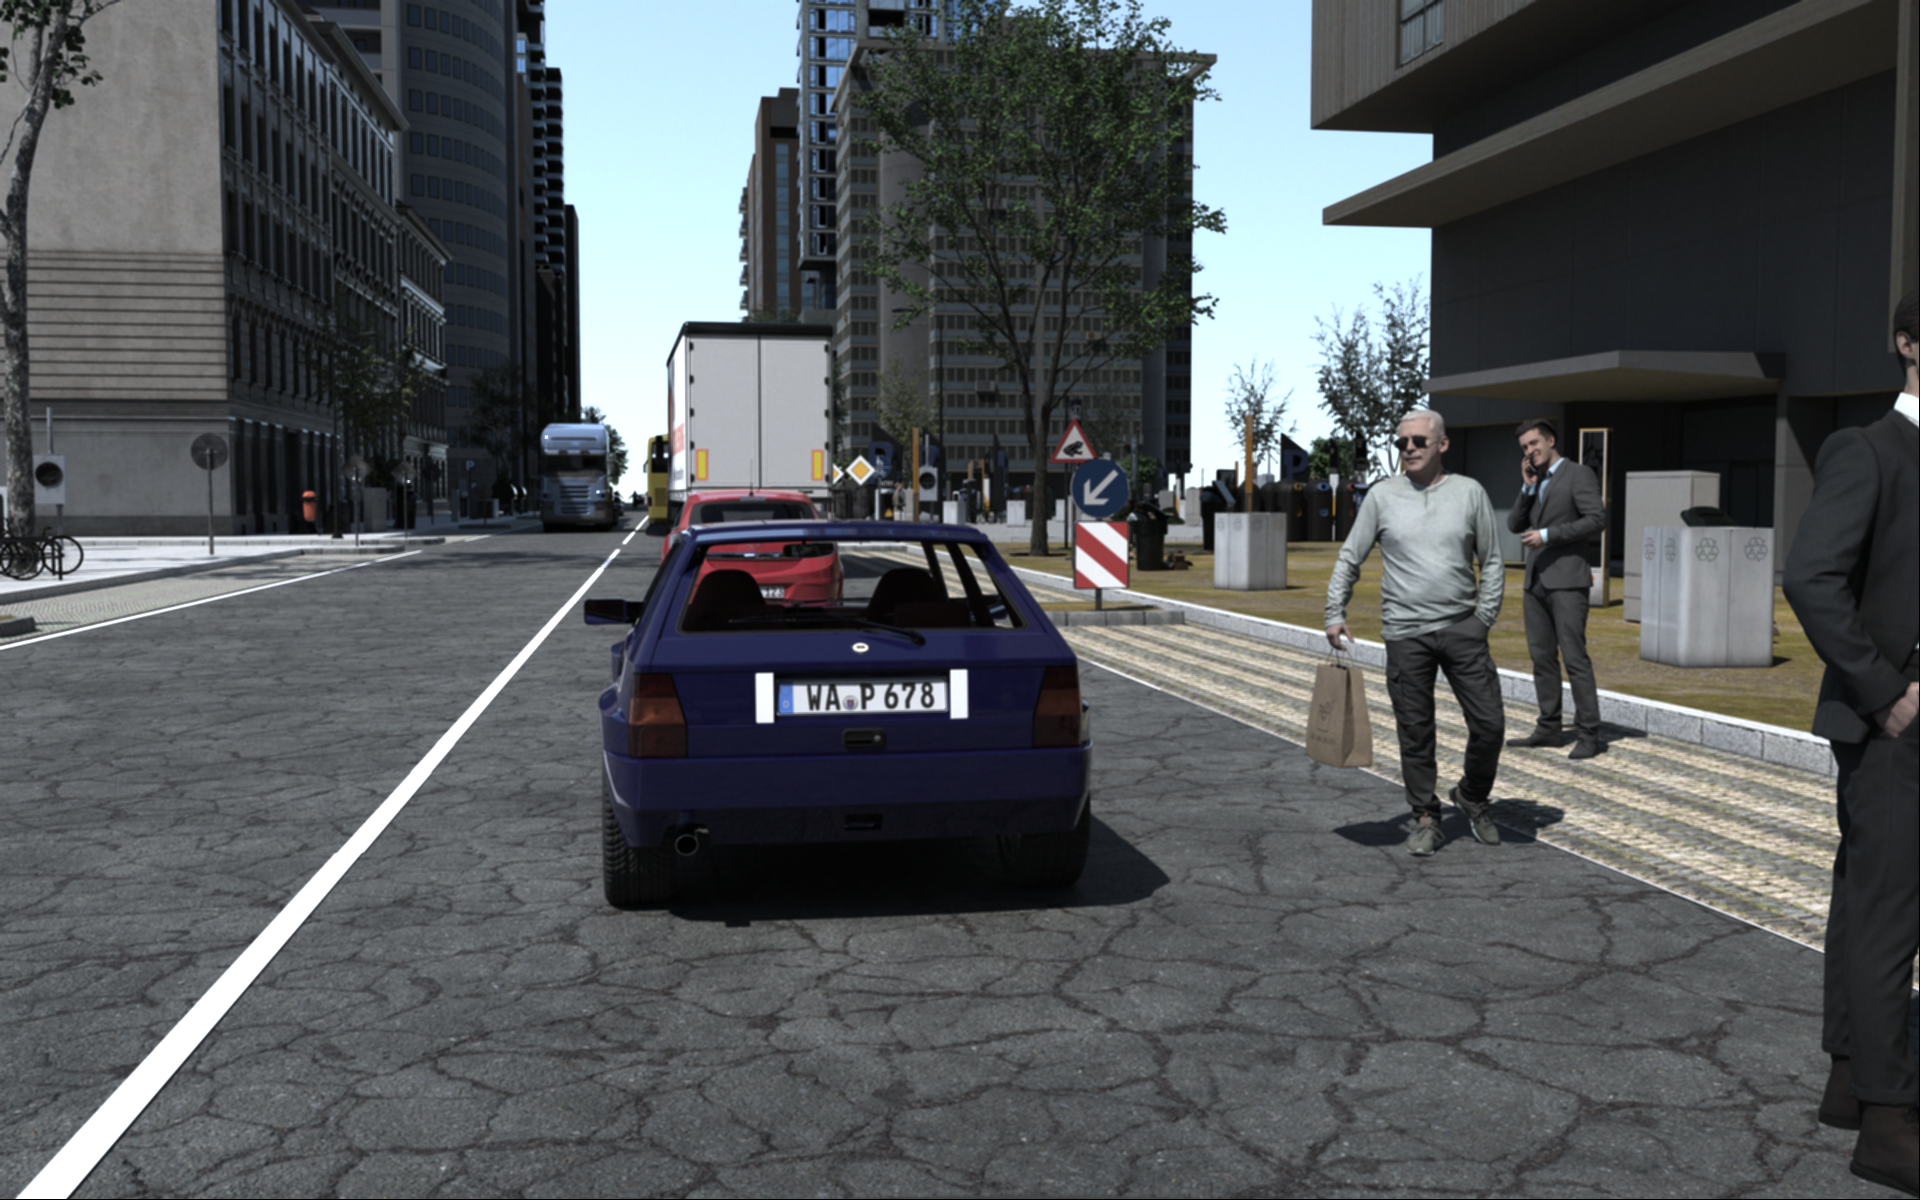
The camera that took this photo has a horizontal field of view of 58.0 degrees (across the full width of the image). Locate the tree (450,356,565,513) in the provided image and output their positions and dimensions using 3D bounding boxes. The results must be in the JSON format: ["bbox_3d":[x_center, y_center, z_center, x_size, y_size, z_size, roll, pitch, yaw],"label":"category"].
[{"bbox_3d":[-30.210,-11.111,116.085,8.767,10.594,7.601,1,4,14],"label":"tree"}]

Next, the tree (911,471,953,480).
[{"bbox_3d":[-1.431,-5.043,77.053,1.663,3.219,1.824,0,3,0],"label":"tree"}]

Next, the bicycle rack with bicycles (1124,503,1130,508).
[{"bbox_3d":[10.269,-6.514,119.888,2.852,0.926,2.925,-1,4,-23],"label":"bicycle rack with bicycles"}]

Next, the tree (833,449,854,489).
[{"bbox_3d":[-4.840,-4.652,70.668,1.663,3.219,1.824,0,3,0],"label":"tree"}]

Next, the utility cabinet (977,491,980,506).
[{"bbox_3d":[1.055,-7.351,128.866,0.318,1.500,1.173,-2,4,-34],"label":"utility cabinet"}]

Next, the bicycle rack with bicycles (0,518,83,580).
[{"bbox_3d":[-14.780,-0.776,26.071,2.925,0.926,2.852,-2,4,-29],"label":"bicycle rack with bicycles"}]

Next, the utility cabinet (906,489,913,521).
[{"bbox_3d":[-2.170,-4.458,81.560,0.318,1.500,1.173,-3,5,-42],"label":"utility cabinet"}]

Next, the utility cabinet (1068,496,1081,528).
[{"bbox_3d":[4.258,-3.286,64.892,0.306,1.237,1.020,-1,4,-15],"label":"utility cabinet"}]

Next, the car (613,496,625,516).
[{"bbox_3d":[-22.700,-6.092,112.184,1.945,1.354,3.894,-1,4,-9],"label":"car"}]

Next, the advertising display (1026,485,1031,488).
[{"bbox_3d":[4.865,-7.182,122.635,0.123,1.923,0.974,-1,4,-11],"label":"advertising display"}]

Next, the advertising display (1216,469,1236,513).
[{"bbox_3d":[6.924,-2.438,45.082,0.123,1.923,0.974,2,4,33],"label":"advertising display"}]

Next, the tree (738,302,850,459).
[{"bbox_3d":[-11.455,-12.710,114.463,9.857,13.997,8.962,0,3,0],"label":"tree"}]

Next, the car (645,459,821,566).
[{"bbox_3d":[-2.279,-0.580,18.521,2.155,1.783,4.494,-1,4,-9],"label":"car"}]

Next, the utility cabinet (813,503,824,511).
[{"bbox_3d":[-6.888,-4.317,81.744,1.020,1.237,0.306,2,4,29],"label":"utility cabinet"}]

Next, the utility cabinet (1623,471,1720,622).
[{"bbox_3d":[6.922,-0.501,16.865,0.318,1.500,1.173,-1,4,-8],"label":"utility cabinet"}]

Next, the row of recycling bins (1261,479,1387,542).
[{"bbox_3d":[10.056,-2.418,46.648,3.534,1.692,1.069,-1,4,-10],"label":"row of recycling bins"}]

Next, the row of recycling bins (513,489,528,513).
[{"bbox_3d":[-30.552,-6.923,120.306,1.069,1.692,3.534,-1,4,-20],"label":"row of recycling bins"}]

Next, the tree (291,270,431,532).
[{"bbox_3d":[-19.960,-6.579,57.927,4.737,8.622,4.395,0,3,0],"label":"tree"}]

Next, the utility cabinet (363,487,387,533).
[{"bbox_3d":[-19.339,-2.976,57.333,0.318,1.500,1.173,0,4,4],"label":"utility cabinet"}]

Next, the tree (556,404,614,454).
[{"bbox_3d":[-43.337,-16.677,198.424,9.928,11.665,9.643,0,3,0],"label":"tree"}]

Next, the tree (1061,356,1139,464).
[{"bbox_3d":[7.649,-8.639,91.613,4.360,8.622,3.978,0,3,0],"label":"tree"}]

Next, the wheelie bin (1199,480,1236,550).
[{"bbox_3d":[5.890,-1.948,39.760,0.693,1.594,0.980,2,4,27],"label":"wheelie bin"}]

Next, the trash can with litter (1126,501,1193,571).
[{"bbox_3d":[3.369,-1.088,29.181,1.055,1.170,0.624,-2,4,-29],"label":"trash can with litter"}]

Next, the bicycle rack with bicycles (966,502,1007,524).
[{"bbox_3d":[1.048,-3.749,74.682,2.852,0.926,2.925,-1,4,-21],"label":"bicycle rack with bicycles"}]

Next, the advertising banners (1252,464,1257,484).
[{"bbox_3d":[17.214,-6.225,97.961,0.090,3.025,2.074,-3,5,-41],"label":"advertising banners"}]

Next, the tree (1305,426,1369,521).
[{"bbox_3d":[18.140,-6.139,84.094,4.285,4.588,4.351,0,3,0],"label":"tree"}]

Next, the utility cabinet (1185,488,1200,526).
[{"bbox_3d":[9.301,-3.697,69.121,0.318,1.500,1.173,0,4,-7],"label":"utility cabinet"}]

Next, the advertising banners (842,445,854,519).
[{"bbox_3d":[-4.118,-4.109,63.377,0.090,3.025,2.074,0,4,7],"label":"advertising banners"}]

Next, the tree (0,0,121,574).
[{"bbox_3d":[-16.542,-10.527,28.007,12.611,20.169,13.585,0,3,0],"label":"tree"}]

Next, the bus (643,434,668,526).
[{"bbox_3d":[-11.209,-4.753,69.252,2.896,3.916,12.252,-1,4,-10],"label":"bus"}]

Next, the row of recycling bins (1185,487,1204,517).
[{"bbox_3d":[14.019,-5.637,99.278,1.069,1.692,3.534,-1,4,-21],"label":"row of recycling bins"}]

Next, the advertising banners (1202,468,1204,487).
[{"bbox_3d":[15.999,-7.293,115.432,0.090,3.025,2.074,1,4,22],"label":"advertising banners"}]

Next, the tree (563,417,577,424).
[{"bbox_3d":[-37.815,-13.271,167.335,4.360,8.622,3.978,0,3,0],"label":"tree"}]

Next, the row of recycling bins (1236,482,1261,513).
[{"bbox_3d":[10.063,-3.117,58.078,3.534,1.692,1.069,-2,4,-23],"label":"row of recycling bins"}]

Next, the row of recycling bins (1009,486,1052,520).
[{"bbox_3d":[3.297,-4.874,86.807,1.069,1.692,3.534,-3,5,-40],"label":"row of recycling bins"}]

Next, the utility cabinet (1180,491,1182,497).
[{"bbox_3d":[15.333,-6.946,122.253,0.318,1.500,1.173,2,4,28],"label":"utility cabinet"}]

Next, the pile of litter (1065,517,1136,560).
[{"bbox_3d":[2.920,-1.223,33.959,1.719,0.858,1.176,0,4,3],"label":"pile of litter"}]

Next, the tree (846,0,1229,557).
[{"bbox_3d":[1.569,-6.702,35.341,9.928,11.665,9.643,0,3,0],"label":"tree"}]

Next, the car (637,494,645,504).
[{"bbox_3d":[-44.029,-14.130,240.811,2.009,1.686,4.222,-1,4,-9],"label":"car"}]

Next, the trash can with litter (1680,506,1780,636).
[{"bbox_3d":[6.835,-0.239,15.295,0.624,1.170,1.055,-1,4,-12],"label":"trash can with litter"}]

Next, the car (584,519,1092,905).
[{"bbox_3d":[-0.648,0.311,7.498,1.945,1.354,3.894,-1,4,-10],"label":"car"}]

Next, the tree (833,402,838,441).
[{"bbox_3d":[-9.649,-9.448,104.843,4.360,8.622,3.978,0,3,0],"label":"tree"}]

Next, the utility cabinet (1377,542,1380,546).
[{"bbox_3d":[10.718,-1.919,42.546,0.306,1.237,1.020,-2,4,-33],"label":"utility cabinet"}]

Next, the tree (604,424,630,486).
[{"bbox_3d":[-56.606,-22.039,278.462,7.486,12.596,7.792,0,3,0],"label":"tree"}]

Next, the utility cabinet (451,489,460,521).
[{"bbox_3d":[-23.435,-4.392,80.493,0.318,1.500,1.173,-1,4,-11],"label":"utility cabinet"}]

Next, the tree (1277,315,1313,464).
[{"bbox_3d":[15.129,-7.076,66.057,4.360,8.622,3.978,0,3,0],"label":"tree"}]

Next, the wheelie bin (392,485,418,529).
[{"bbox_3d":[-20.332,-3.402,63.539,0.693,1.594,0.980,3,4,36],"label":"wheelie bin"}]

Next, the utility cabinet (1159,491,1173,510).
[{"bbox_3d":[13.660,-6.520,115.273,1.173,1.500,0.318,-2,4,-24],"label":"utility cabinet"}]

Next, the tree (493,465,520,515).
[{"bbox_3d":[-27.693,-6.736,104.742,1.663,3.219,1.824,0,3,0],"label":"tree"}]

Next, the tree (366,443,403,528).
[{"bbox_3d":[-21.886,-4.339,65.551,1.663,3.219,1.824,0,3,0],"label":"tree"}]
